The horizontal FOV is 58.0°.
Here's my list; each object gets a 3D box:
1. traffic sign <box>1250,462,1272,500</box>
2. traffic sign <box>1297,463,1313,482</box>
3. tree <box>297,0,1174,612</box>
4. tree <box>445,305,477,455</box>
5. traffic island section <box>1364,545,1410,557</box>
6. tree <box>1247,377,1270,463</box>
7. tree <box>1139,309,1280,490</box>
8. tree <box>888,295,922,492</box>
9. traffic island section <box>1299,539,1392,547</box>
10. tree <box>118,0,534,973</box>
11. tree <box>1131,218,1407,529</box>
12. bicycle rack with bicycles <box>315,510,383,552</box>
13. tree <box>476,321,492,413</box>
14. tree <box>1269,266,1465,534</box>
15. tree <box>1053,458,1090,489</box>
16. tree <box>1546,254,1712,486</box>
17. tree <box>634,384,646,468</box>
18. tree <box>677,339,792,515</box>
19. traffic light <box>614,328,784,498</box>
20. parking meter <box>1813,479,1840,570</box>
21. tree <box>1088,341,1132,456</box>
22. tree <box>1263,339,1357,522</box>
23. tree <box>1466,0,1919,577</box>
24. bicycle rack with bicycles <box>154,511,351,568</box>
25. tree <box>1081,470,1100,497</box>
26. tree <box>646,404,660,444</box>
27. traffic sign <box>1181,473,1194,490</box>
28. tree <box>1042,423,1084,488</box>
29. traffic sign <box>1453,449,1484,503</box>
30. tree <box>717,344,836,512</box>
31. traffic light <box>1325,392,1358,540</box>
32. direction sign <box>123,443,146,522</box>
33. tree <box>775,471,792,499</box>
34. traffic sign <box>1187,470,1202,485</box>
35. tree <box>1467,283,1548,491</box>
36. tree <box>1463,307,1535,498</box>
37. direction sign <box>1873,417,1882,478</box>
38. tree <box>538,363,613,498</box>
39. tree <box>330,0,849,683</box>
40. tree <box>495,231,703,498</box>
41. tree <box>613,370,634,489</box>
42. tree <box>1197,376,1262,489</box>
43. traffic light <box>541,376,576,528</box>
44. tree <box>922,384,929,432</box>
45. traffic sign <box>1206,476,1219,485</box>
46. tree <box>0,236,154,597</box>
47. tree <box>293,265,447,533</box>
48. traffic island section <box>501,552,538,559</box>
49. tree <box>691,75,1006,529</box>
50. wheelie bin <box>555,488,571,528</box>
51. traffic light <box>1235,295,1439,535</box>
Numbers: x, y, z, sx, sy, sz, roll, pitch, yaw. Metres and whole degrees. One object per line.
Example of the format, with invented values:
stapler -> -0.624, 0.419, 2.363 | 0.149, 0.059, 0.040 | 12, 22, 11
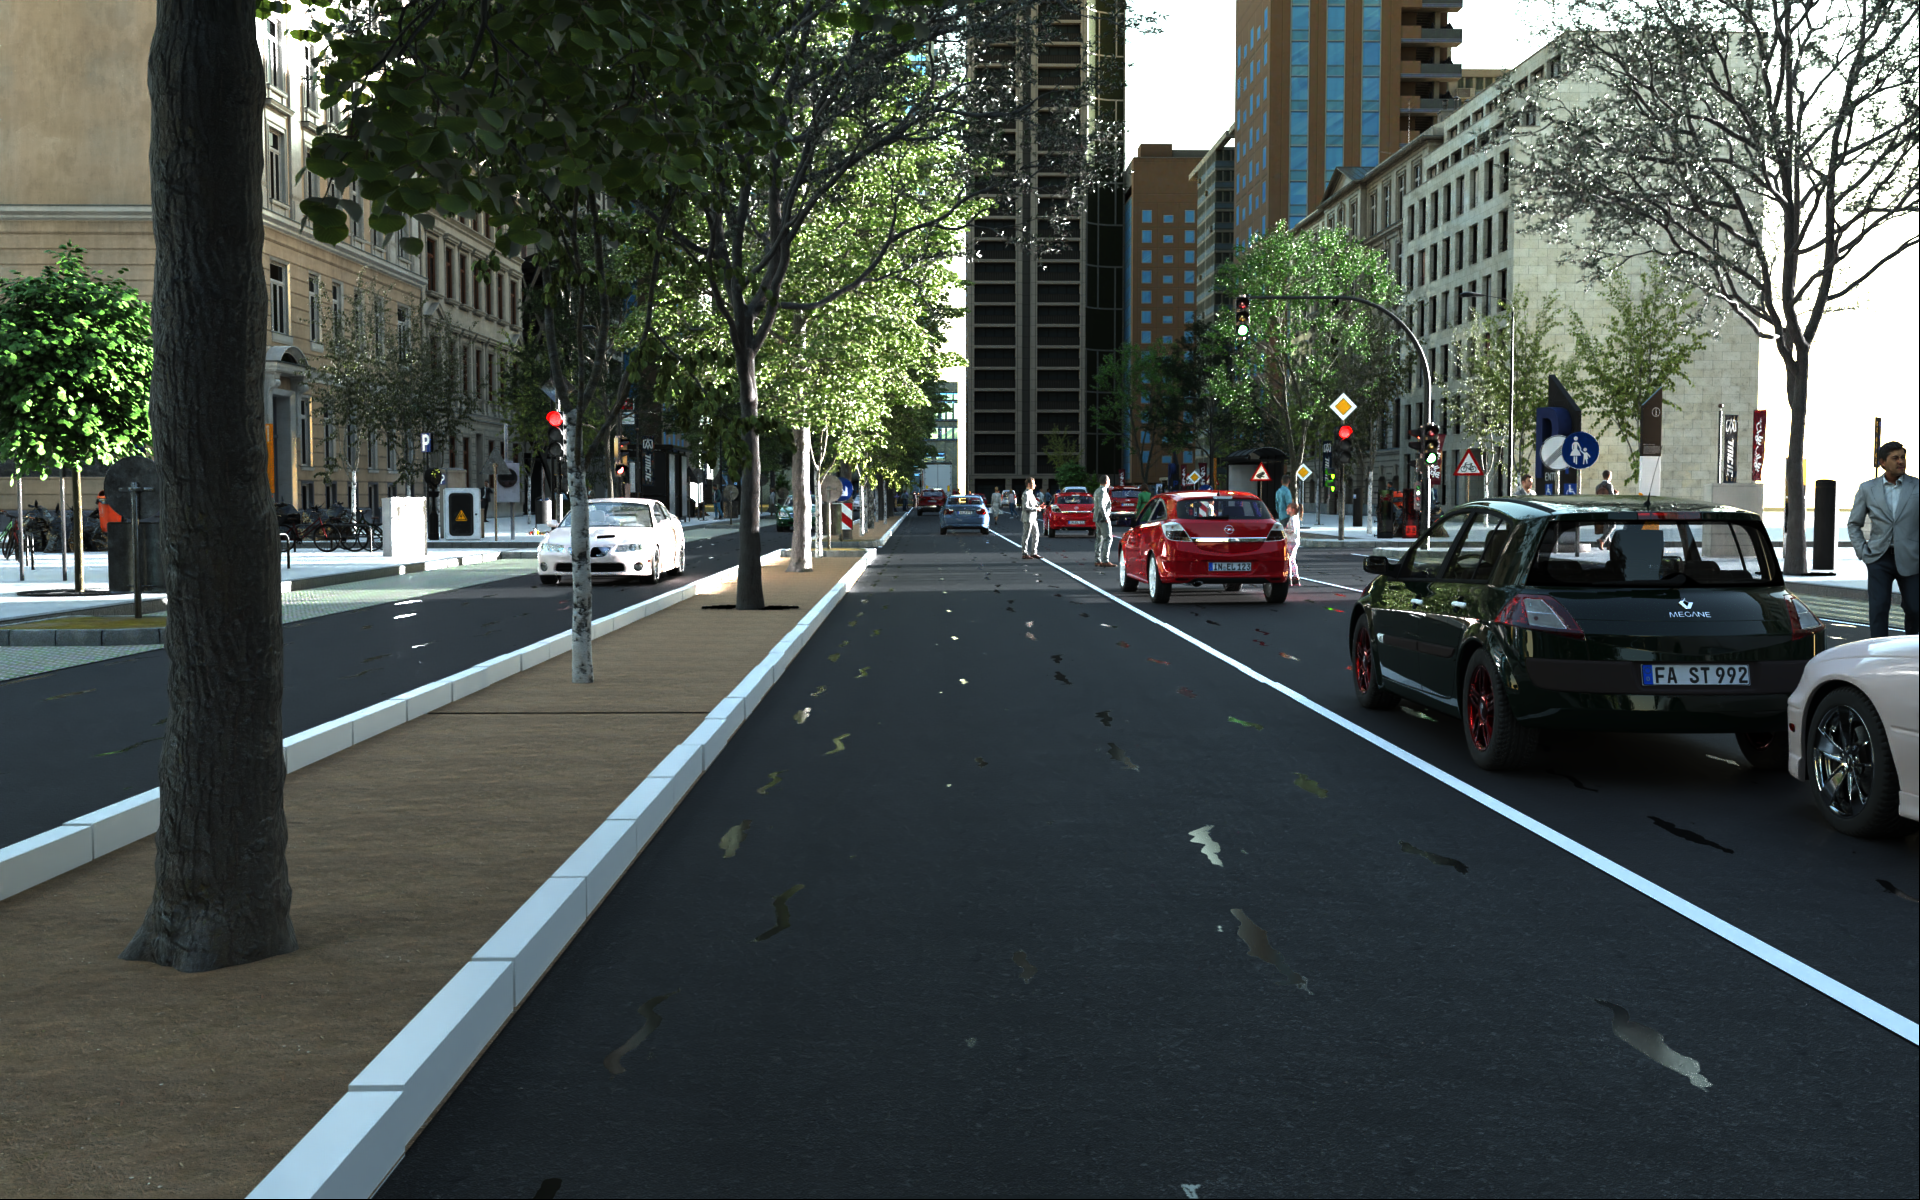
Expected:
traffic sign -> 12.195, -4.293, 70.199 | 0.884, 2.594, 0.081 | 0, 4, 4
traffic sign -> 14.519, -4.494, 73.203 | 0.795, 2.593, 0.064 | 0, 4, 4
tree -> -2.567, -6.611, 20.918 | 12.009, 13.543, 11.850 | 0, 3, 0
tree -> -20.018, -6.825, 61.955 | 4.360, 8.622, 3.978 | 0, 3, 0
traffic island section -> 10.757, -1.087, 40.052 | 2.009, 0.180, 2.903 | 0, 4, -1
tree -> 18.639, -8.904, 95.946 | 4.360, 8.622, 3.978 | 0, 3, 0
tree -> 12.637, -9.413, 88.310 | 7.601, 10.594, 8.767 | 0, 4, -4
tree -> -3.106, -5.218, 38.131 | 4.737, 8.622, 4.395 | 0, 3, 0
traffic island section -> 10.591, -1.575, 48.035 | 2.009, 0.180, 2.903 | 0, 4, -1
tree -> -2.411, -5.190, 5.434 | 7.486, 12.596, 7.792 | 0, 3, 0
tree -> 12.546, -8.472, 64.266 | 9.928, 11.665, 9.643 | 0, 3, 0
bicycle rack with bicycles -> -13.631, -1.566, 38.990 | 2.925, 0.926, 2.852 | 0, 4, 7
tree -> -20.519, -7.195, 68.006 | 4.360, 8.622, 3.978 | 0, 3, 0
tree -> 13.122, -6.467, 56.099 | 4.360, 8.622, 3.978 | 0, 3, 0
tree -> 10.953, -11.367, 169.566 | 4.285, 4.588, 4.351 | 0, 3, 0
tree -> 20.219, -6.204, 51.790 | 4.737, 8.622, 4.395 | 0, 3, 0
tree -> -21.175, -9.362, 103.432 | 4.360, 8.622, 3.978 | 0, 3, 0
tree -> -13.745, -11.040, 106.251 | 9.928, 11.665, 9.643 | 0, 3, 0
traffic light -> -7.216, -4.459, 47.570 | 4.771, 5.953, 1.251 | 0, 4, -1
parking meter -> 14.728, -1.287, 29.453 | 0.372, 1.533, 0.369 | 0, 3, 0
tree -> 12.275, -11.570, 114.924 | 9.928, 11.665, 9.643 | 0, 3, 0
tree -> 16.560, -7.946, 80.282 | 4.737, 8.622, 4.395 | 0, 3, 0
tree -> 13.204, -7.144, 27.169 | 12.009, 13.543, 11.850 | 0, 3, 0
bicycle rack with bicycles -> -12.447, -0.972, 29.281 | 2.852, 0.926, 2.925 | 1, 4, 12
tree -> 10.840, -8.865, 139.543 | 1.663, 3.219, 1.824 | 0, 3, 0
tree -> -21.899, -10.118, 115.788 | 4.360, 8.622, 3.978 | 0, 3, 0
traffic sign -> 14.046, -6.526, 106.704 | 0.884, 2.594, 0.081 | 0, 4, 5
tree -> 10.641, -14.091, 180.745 | 4.737, 8.622, 4.395 | 0, 3, 0
traffic sign -> 14.543, -3.034, 49.607 | 0.884, 2.594, 0.081 | 0, 4, 0
tree -> -13.269, -12.595, 122.942 | 9.611, 12.733, 9.660 | 0, 3, 0
traffic light -> 10.551, -3.609, 47.920 | 0.839, 4.253, 0.868 | 0, 4, -1
direction sign -> -23.081, -3.439, 48.221 | 0.876, 3.537, 0.379 | 0, 4, 4
tree -> -13.764, -8.430, 132.427 | 1.663, 3.219, 1.824 | 0, 3, 0
traffic sign -> 12.892, -5.831, 95.074 | 0.795, 2.593, 0.064 | 0, 4, 4
tree -> 20.116, -6.793, 61.429 | 4.737, 8.622, 4.395 | 0, 3, 0
tree -> 20.464, -7.150, 67.269 | 4.360, 8.622, 3.978 | 0, 3, 0
direction sign -> 27.062, -3.618, 51.145 | 0.379, 3.537, 0.876 | 3, 4, 37
tree -> -20.925, -8.717, 92.891 | 4.360, 8.622, 3.978 | 0, 3, 0
tree -> -2.809, -3.656, 12.603 | 4.737, 8.622, 4.395 | 0, 3, 0
tree -> -12.239, -7.620, 58.994 | 7.601, 10.594, 8.767 | -1, 4, -17
tree -> -21.049, -9.041, 98.183 | 4.360, 8.622, 3.978 | 0, 3, 0
tree -> 17.076, -9.621, 107.660 | 4.737, 8.622, 4.395 | 0, 3, 0
traffic light -> -9.139, -3.094, 39.508 | 0.839, 4.253, 0.868 | 0, 4, -1
tree -> -3.298, -6.458, 58.406 | 4.737, 8.622, 4.395 | 0, 3, 0
traffic sign -> 14.241, -5.998, 98.073 | 0.884, 2.594, 0.081 | 0, 4, 2
tree -> -11.449, -2.354, 22.203 | 4.285, 4.588, 4.351 | 0, 3, 0
tree -> -19.744, -6.490, 56.482 | 4.360, 8.622, 3.978 | 0, 3, 0
traffic island section -> -9.180, -1.062, 39.642 | 2.009, 0.180, 2.903 | 0, 4, -1
tree -> -4.980, -13.051, 71.723 | 12.611, 20.169, 13.585 | 0, 3, 0
wheelie bin -> -13.288, -3.057, 57.885 | 0.693, 1.594, 0.980 | -1, 4, -19
traffic light -> 8.628, -3.981, 39.752 | 4.771, 5.953, 1.251 | 0, 4, -1
